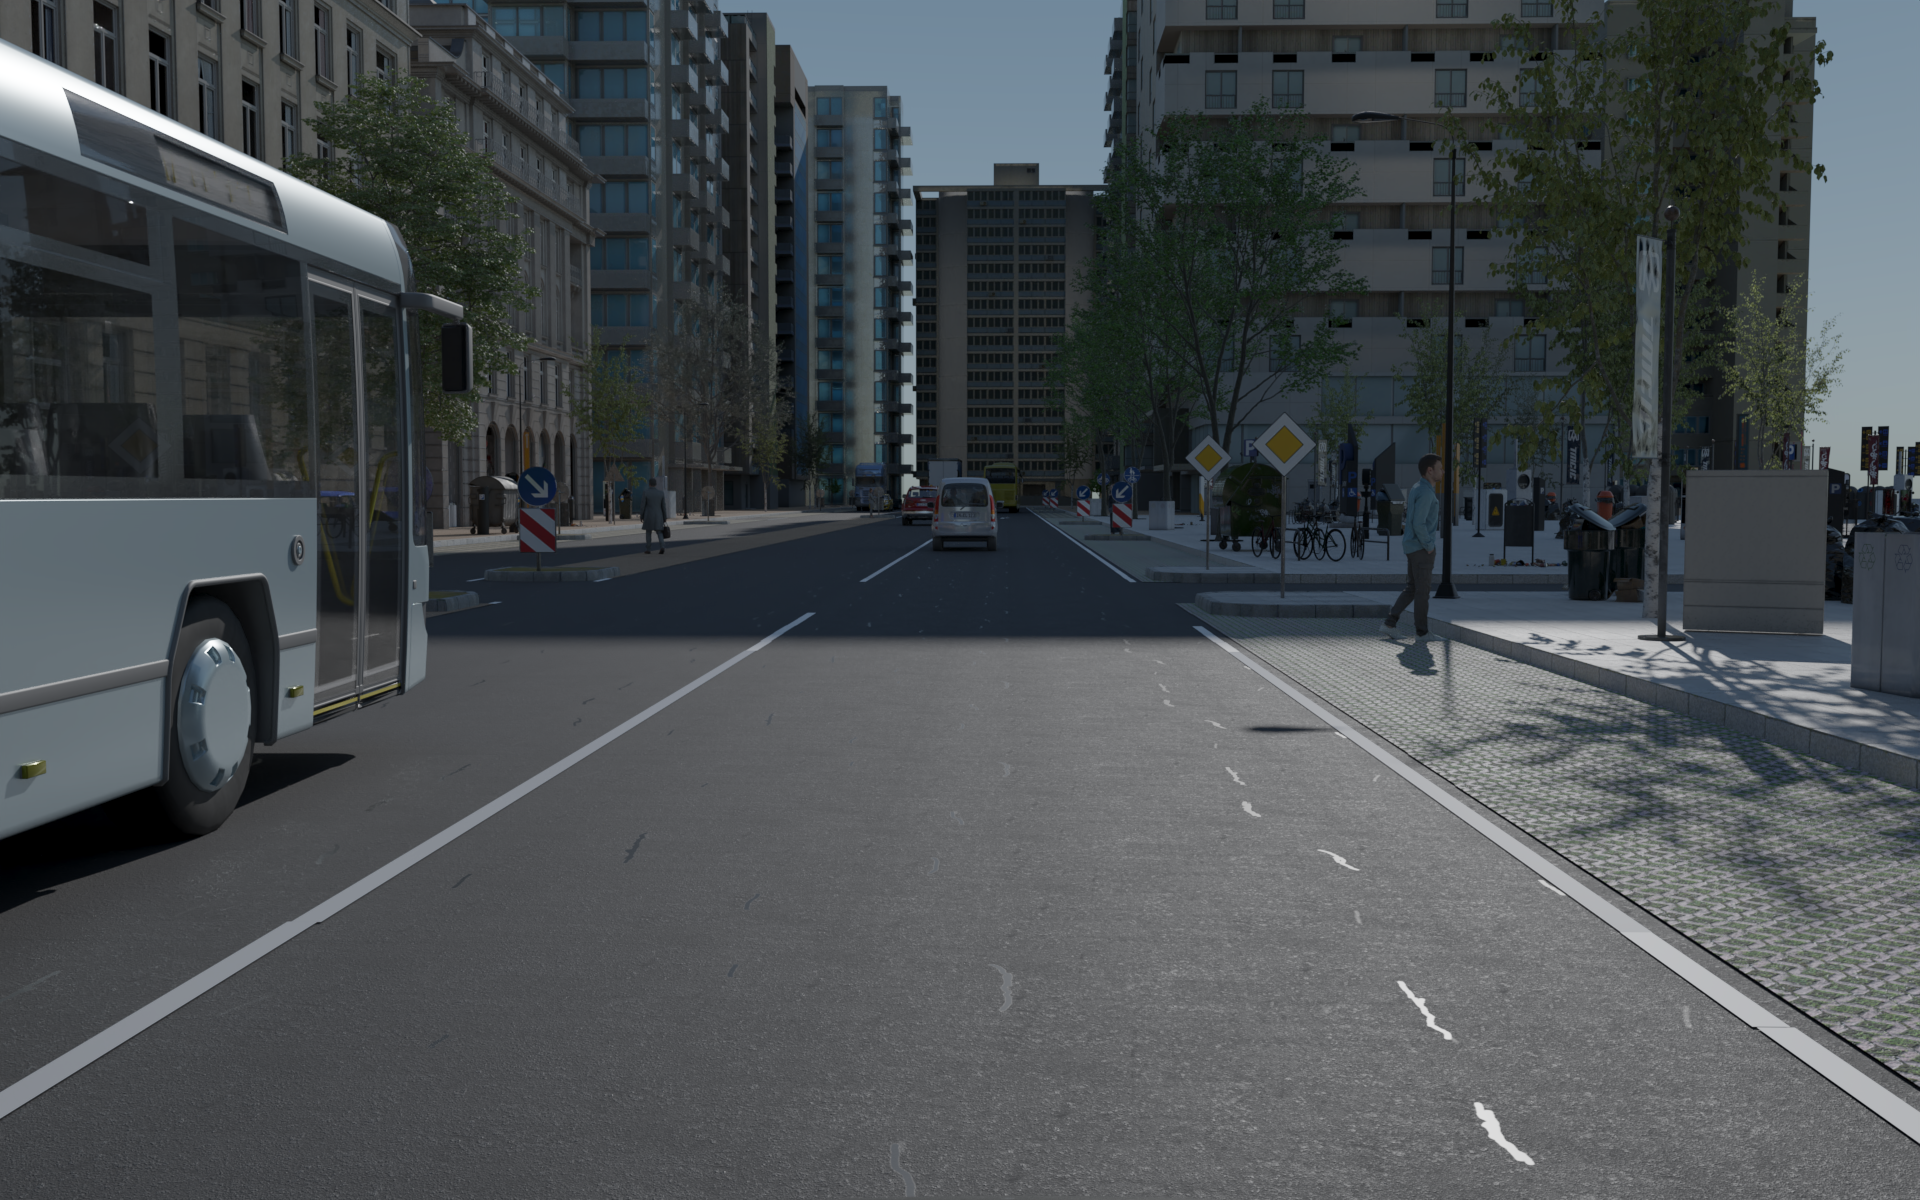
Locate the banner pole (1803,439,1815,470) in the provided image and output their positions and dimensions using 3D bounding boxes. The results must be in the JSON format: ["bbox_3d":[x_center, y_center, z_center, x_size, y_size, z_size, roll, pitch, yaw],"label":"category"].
[{"bbox_3d":[38.737,-5.446,79.060,0.863,3.779,0.401,-2,4,-25],"label":"banner pole"}]

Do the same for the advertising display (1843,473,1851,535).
[{"bbox_3d":[26.612,-2.915,52.869,0.974,1.923,0.123,2,4,26],"label":"advertising display"}]

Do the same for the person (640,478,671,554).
[{"bbox_3d":[-7.262,-1.988,41.110,0.694,1.812,0.767,-2,4,-27],"label":"person"}]

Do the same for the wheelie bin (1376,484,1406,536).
[{"bbox_3d":[13.223,-2.779,53.351,0.980,1.594,0.693,-2,4,-30],"label":"wheelie bin"}]

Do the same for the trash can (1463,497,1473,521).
[{"bbox_3d":[24.650,-4.398,83.567,0.748,1.137,0.748,0,3,0],"label":"trash can"}]

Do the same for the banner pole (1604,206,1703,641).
[{"bbox_3d":[6.016,-1.528,15.006,0.863,3.779,0.401,-3,5,-42],"label":"banner pole"}]

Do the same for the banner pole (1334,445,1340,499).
[{"bbox_3d":[19.197,-6.023,88.499,0.401,3.779,0.863,-2,4,-28],"label":"banner pole"}]

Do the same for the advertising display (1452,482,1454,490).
[{"bbox_3d":[25.699,-5.222,90.588,0.123,1.923,0.974,1,4,21],"label":"advertising display"}]

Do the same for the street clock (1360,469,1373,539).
[{"bbox_3d":[11.555,-2.734,49.266,0.358,2.002,0.471,1,4,18],"label":"street clock"}]

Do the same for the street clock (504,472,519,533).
[{"bbox_3d":[-14.896,-3.244,57.608,0.471,2.002,0.358,-2,4,-32],"label":"street clock"}]

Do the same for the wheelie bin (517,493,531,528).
[{"bbox_3d":[-16.654,-3.549,65.942,0.693,1.594,0.980,0,4,-7],"label":"wheelie bin"}]

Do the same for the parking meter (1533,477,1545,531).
[{"bbox_3d":[20.140,-3.335,60.234,0.399,1.863,0.255,-2,4,-35],"label":"parking meter"}]

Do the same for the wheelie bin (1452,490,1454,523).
[{"bbox_3d":[21.645,-4.197,76.529,0.693,1.594,0.980,1,4,13],"label":"wheelie bin"}]

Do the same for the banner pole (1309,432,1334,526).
[{"bbox_3d":[14.508,-4.888,69.944,0.863,3.779,0.401,-2,4,-31],"label":"banner pole"}]

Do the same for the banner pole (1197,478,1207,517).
[{"bbox_3d":[13.686,-6.564,97.335,0.863,3.779,0.401,-2,4,-35],"label":"banner pole"}]

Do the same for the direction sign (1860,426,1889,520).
[{"bbox_3d":[30.521,-4.028,57.852,0.379,3.537,0.876,-3,4,-39],"label":"direction sign"}]

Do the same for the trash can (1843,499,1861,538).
[{"bbox_3d":[25.762,-2.367,50.362,0.748,1.137,0.748,0,3,0],"label":"trash can"}]

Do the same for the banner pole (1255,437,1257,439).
[{"bbox_3d":[12.888,-5.254,75.917,0.401,3.779,0.863,-1,4,-8],"label":"banner pole"}]

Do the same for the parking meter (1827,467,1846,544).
[{"bbox_3d":[19.035,-1.953,37.650,0.399,1.863,0.255,2,4,28],"label":"parking meter"}]

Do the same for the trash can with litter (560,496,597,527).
[{"bbox_3d":[-15.415,-3.537,68.891,1.678,1.210,2.233,-1,4,-20],"label":"trash can with litter"}]

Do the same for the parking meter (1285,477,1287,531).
[{"bbox_3d":[11.007,-3.287,59.453,0.399,1.863,0.255,1,4,12],"label":"parking meter"}]

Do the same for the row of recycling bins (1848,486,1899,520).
[{"bbox_3d":[48.098,-5.225,92.544,3.534,1.692,1.069,1,4,17],"label":"row of recycling bins"}]

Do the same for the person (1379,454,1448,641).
[{"bbox_3d":[4.426,-0.511,16.873,0.620,1.820,0.660,0,4,2],"label":"person"}]

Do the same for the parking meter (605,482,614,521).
[{"bbox_3d":[-16.465,-4.628,81.380,0.255,1.863,0.399,3,4,38],"label":"parking meter"}]

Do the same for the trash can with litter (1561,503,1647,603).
[{"bbox_3d":[7.831,-0.580,20.862,1.055,1.170,0.624,3,5,39],"label":"trash can with litter"}]

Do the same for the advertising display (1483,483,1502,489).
[{"bbox_3d":[29.754,-5.603,96.827,0.974,1.923,0.123,2,4,23],"label":"advertising display"}]

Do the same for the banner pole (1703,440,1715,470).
[{"bbox_3d":[34.455,-5.491,79.799,0.401,3.779,0.863,-2,4,-30],"label":"banner pole"}]

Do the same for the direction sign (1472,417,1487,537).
[{"bbox_3d":[15.444,-3.638,51.483,0.379,3.537,0.876,3,5,41],"label":"direction sign"}]

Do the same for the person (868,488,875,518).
[{"bbox_3d":[-5.150,-5.713,102.175,0.573,1.790,0.520,-3,4,-38],"label":"person"}]

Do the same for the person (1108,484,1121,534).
[{"bbox_3d":[5.199,-3.006,58.063,0.534,1.772,0.576,0,4,-8],"label":"person"}]

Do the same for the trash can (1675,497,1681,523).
[{"bbox_3d":[31.916,-4.037,77.652,0.748,1.137,0.748,0,3,0],"label":"trash can"}]

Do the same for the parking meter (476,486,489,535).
[{"bbox_3d":[-15.038,-2.824,54.577,0.372,1.533,0.369,0,3,0],"label":"parking meter"}]

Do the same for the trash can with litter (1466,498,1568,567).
[{"bbox_3d":[10.257,-1.198,30.650,2.233,1.210,1.678,2,4,34],"label":"trash can with litter"}]

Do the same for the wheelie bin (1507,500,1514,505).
[{"bbox_3d":[27.474,-4.832,86.911,0.693,1.594,0.980,2,4,24],"label":"wheelie bin"}]

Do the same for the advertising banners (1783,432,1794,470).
[{"bbox_3d":[23.325,-3.195,48.433,0.090,3.025,2.074,1,4,9],"label":"advertising banners"}]

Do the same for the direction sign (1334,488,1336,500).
[{"bbox_3d":[20.081,-6.160,92.720,0.379,3.537,0.876,0,4,4],"label":"direction sign"}]

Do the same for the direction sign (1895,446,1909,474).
[{"bbox_3d":[44.916,-5.526,82.339,0.876,3.537,0.379,0,4,3],"label":"direction sign"}]

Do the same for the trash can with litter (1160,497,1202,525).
[{"bbox_3d":[8.875,-3.674,71.135,2.233,1.210,1.678,0,4,-3],"label":"trash can with litter"}]

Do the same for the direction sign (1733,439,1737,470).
[{"bbox_3d":[32.277,-4.905,72.197,0.379,3.537,0.876,1,4,19],"label":"direction sign"}]

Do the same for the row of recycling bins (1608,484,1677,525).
[{"bbox_3d":[29.123,-4.100,74.145,1.069,1.692,3.534,-2,4,-24],"label":"row of recycling bins"}]

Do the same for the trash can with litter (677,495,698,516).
[{"bbox_3d":[-16.353,-5.651,103.458,1.678,1.210,2.233,-1,4,-9],"label":"trash can with litter"}]

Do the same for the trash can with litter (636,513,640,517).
[{"bbox_3d":[-17.166,-5.150,95.253,1.678,1.210,2.233,-3,5,-42],"label":"trash can with litter"}]

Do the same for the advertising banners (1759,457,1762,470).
[{"bbox_3d":[37.863,-5.230,81.698,0.090,3.025,2.074,1,4,18],"label":"advertising banners"}]

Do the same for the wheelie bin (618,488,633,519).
[{"bbox_3d":[-17.145,-4.952,88.881,0.693,1.594,0.980,0,4,-2],"label":"wheelie bin"}]

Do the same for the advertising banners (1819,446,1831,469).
[{"bbox_3d":[31.603,-4.184,64.590,0.090,3.025,2.074,-1,4,-18],"label":"advertising banners"}]

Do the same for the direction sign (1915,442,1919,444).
[{"bbox_3d":[41.518,-5.056,74.655,0.379,3.537,0.876,-1,4,-22],"label":"direction sign"}]

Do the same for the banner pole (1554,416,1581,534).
[{"bbox_3d":[19.580,-4.019,55.733,0.863,3.779,0.401,-1,4,-10],"label":"banner pole"}]
